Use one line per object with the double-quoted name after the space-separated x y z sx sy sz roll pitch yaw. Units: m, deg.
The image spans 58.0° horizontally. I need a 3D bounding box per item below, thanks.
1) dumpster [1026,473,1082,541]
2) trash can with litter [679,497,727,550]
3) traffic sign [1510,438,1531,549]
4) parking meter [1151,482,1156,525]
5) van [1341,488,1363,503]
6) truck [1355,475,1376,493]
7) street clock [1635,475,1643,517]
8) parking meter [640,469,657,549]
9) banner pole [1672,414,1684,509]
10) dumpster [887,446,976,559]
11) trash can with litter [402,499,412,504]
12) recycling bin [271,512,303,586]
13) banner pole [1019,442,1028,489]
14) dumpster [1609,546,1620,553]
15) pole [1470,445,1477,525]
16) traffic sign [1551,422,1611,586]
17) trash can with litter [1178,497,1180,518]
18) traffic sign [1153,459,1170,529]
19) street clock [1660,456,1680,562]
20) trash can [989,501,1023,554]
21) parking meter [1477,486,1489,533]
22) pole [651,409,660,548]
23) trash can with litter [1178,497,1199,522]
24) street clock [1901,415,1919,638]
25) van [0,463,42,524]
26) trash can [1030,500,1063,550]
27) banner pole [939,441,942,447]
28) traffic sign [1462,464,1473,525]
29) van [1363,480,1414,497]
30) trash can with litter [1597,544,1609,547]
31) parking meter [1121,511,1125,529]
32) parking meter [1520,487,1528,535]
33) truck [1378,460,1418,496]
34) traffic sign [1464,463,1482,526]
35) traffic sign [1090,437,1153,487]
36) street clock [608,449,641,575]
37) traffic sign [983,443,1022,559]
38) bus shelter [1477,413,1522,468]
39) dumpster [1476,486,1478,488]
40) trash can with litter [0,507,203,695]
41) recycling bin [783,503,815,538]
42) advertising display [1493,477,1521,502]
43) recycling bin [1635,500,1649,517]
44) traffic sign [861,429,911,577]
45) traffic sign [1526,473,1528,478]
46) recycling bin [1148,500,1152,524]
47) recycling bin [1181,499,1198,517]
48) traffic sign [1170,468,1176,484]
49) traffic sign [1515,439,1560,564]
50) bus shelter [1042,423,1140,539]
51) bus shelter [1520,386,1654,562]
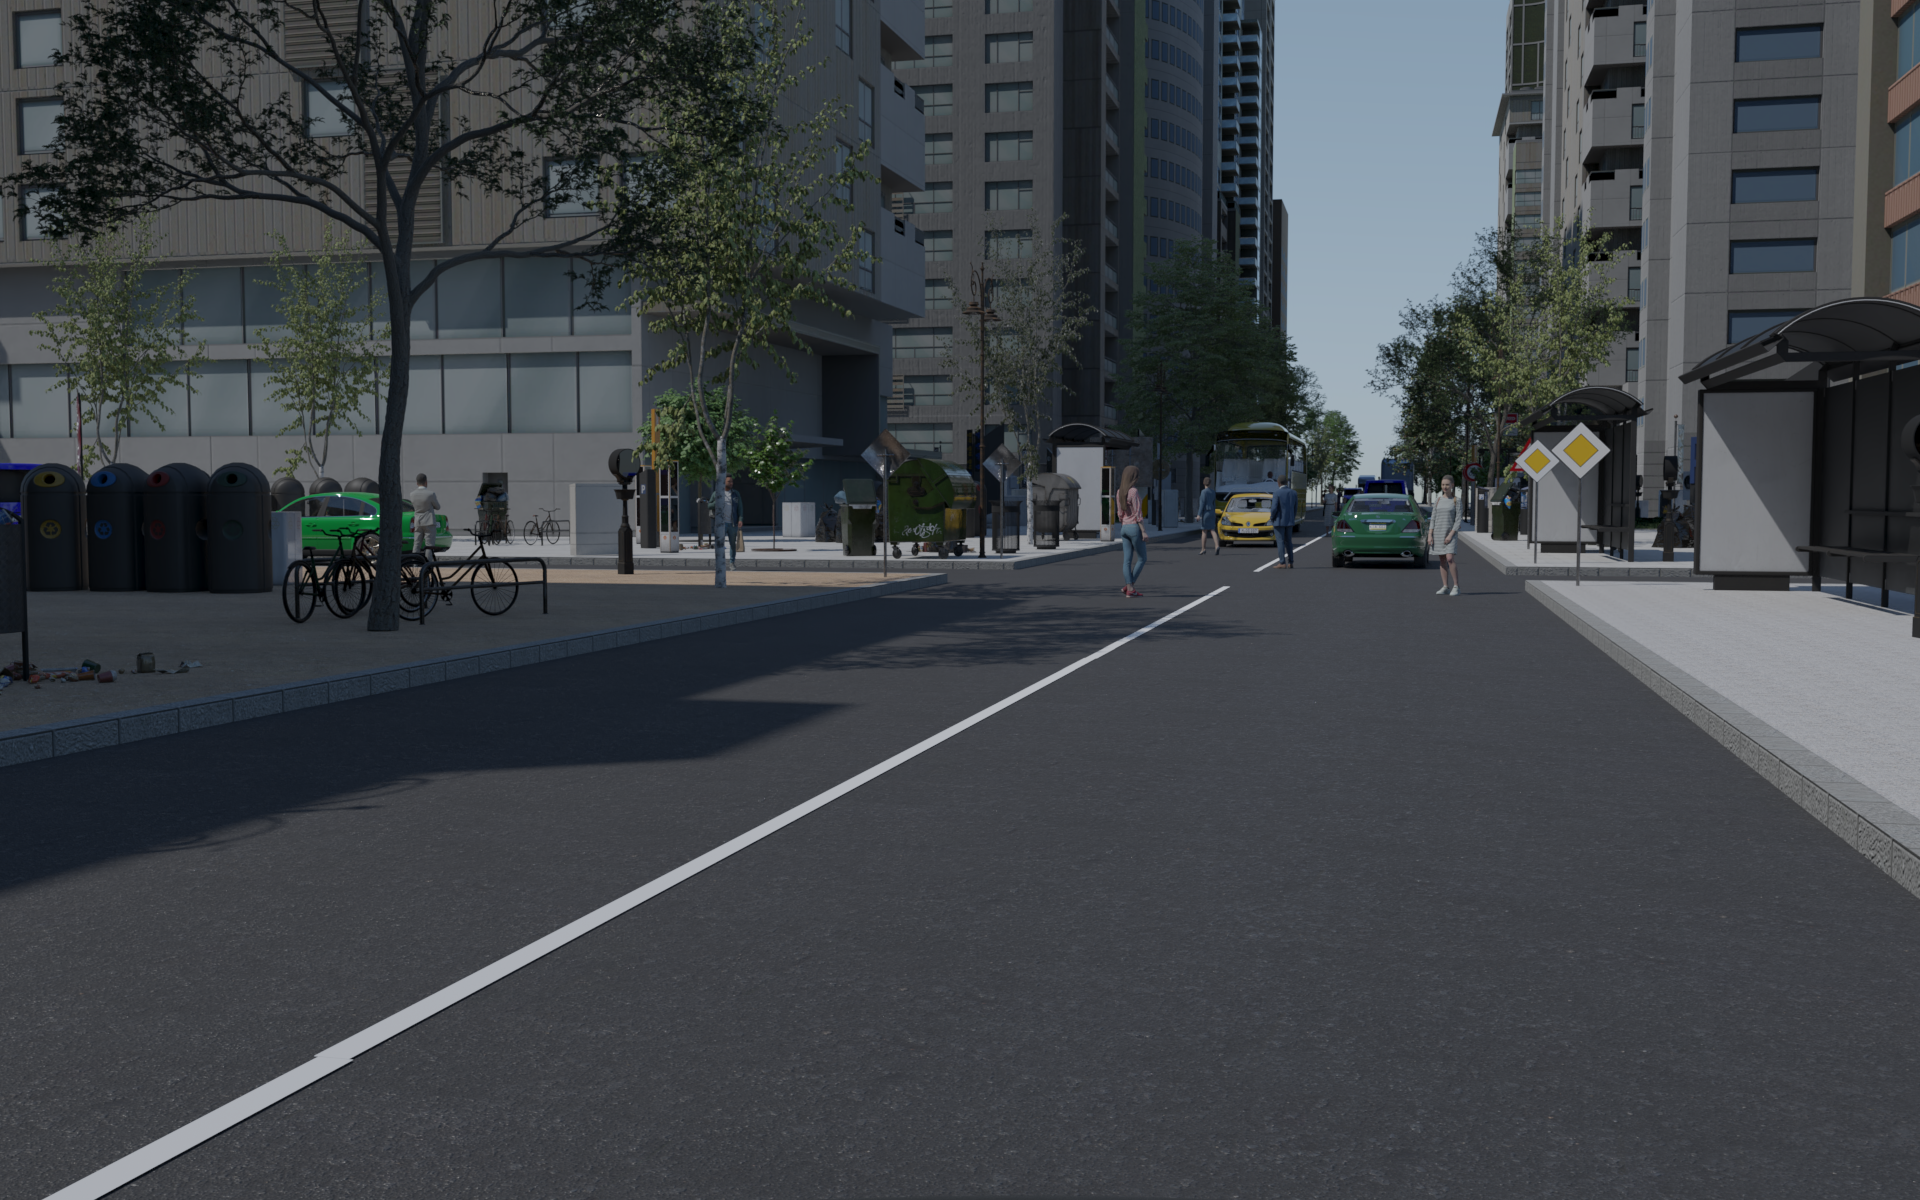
2.582 -2.578 47.916 1.264 1.857 1.865 1 4 14 "dumpster"
-6.243 -1.793 40.368 1.678 1.210 2.233 1 4 21 "trash can with litter"
13.207 -2.456 40.166 0.884 2.594 0.081 1 4 21 "traffic sign"
8.078 -4.006 71.204 0.255 1.863 0.399 -2 4 -32 "parking meter"
37.563 -9.848 165.406 2.240 2.365 5.245 1 4 14 "van"
59.377 -15.999 251.346 2.967 4.110 18.799 1 4 16 "truck"
25.471 -3.701 65.079 0.358 2.002 0.471 3 4 36 "street clock"
-7.365 -2.151 40.874 0.255 1.863 0.399 -3 5 -39 "parking meter"
22.659 -3.955 54.674 0.863 3.779 0.401 -3 5 -44 "banner pole"
-0.623 -1.977 34.810 1.502 2.255 1.985 1 4 14 "dumpster"
-12.842 -1.735 39.749 0.624 1.170 1.055 0 4 -3 "trash can with litter"
-9.803 -0.735 24.575 0.722 1.027 0.722 0 4 -3 "recycling bin"
3.031 -5.704 83.274 0.863 3.779 0.401 -3 5 -42 "banner pole"
14.225 -2.019 38.766 1.264 1.857 1.865 1 4 14 "dumpster"
21.400 -4.791 72.168 0.158 3.312 0.155 0 3 0 "pole"
8.628 -1.253 24.131 0.795 2.450 0.064 1 4 14 "traffic sign"
11.246 -4.913 91.718 0.624 1.170 1.055 -1 4 -12 "trash can with litter"
7.246 -3.846 62.990 0.768 2.556 0.104 1 4 19 "traffic sign"
13.422 -1.724 32.764 0.358 2.002 0.471 1 4 18 "street clock"
0.992 -1.577 37.435 0.748 1.137 0.748 0 3 0 "trash can"
17.240 -2.977 57.084 0.372 1.533 0.369 0 3 0 "parking meter"
-7.284 -2.918 41.550 0.158 3.312 0.155 0 3 0 "pole"
10.517 -4.194 79.626 1.678 1.210 2.233 0 4 6 "trash can with litter"
8.621 -0.661 15.371 0.471 2.002 0.358 0 4 4 "street clock"
-20.972 -1.876 35.058 5.245 2.365 2.240 1 4 14 "van"
2.005 -1.743 40.144 0.748 1.137 0.748 0 3 0 "trash can"
-1.022 -5.590 81.418 0.401 3.779 0.863 2 4 26 "banner pole"
21.061 -4.353 71.281 0.768 2.556 0.104 1 4 16 "traffic sign"
18.829 -4.403 76.366 2.240 2.365 5.245 1 4 16 "van"
15.793 -1.888 42.250 0.624 1.170 1.055 2 4 35 "trash can with litter"
6.039 -3.322 62.729 0.372 1.533 0.369 0 3 0 "parking meter"
17.794 -2.811 54.376 0.372 1.533 0.369 0 3 0 "parking meter"
31.363 -8.264 124.870 2.967 4.110 18.799 1 4 15 "truck"
20.823 -4.286 70.182 0.768 2.556 0.104 1 4 19 "traffic sign"
5.753 -4.161 61.911 2.265 3.308 0.079 1 4 16 "traffic sign"
-5.343 -1.410 27.631 0.358 2.002 0.471 3 5 44 "street clock"
0.828 -1.880 34.378 0.795 2.450 0.064 1 4 14 "traffic sign"
25.850 -6.466 83.345 2.179 5.291 8.768 1 4 14 "bus shelter"
23.939 -4.441 78.366 1.264 1.857 1.865 1 4 14 "dumpster"
-6.227 -0.050 11.870 1.678 1.210 2.233 3 5 41 "trash can with litter"
-4.789 -2.381 51.489 0.722 1.027 0.722 2 4 32 "recycling bin"
20.134 -3.580 63.748 0.974 1.923 0.123 0 4 8 "advertising display"
27.553 -3.550 70.604 0.722 1.027 0.722 -1 4 -9 "recycling bin"
-1.148 -1.407 26.640 0.795 2.450 0.064 1 4 14 "traffic sign"
22.803 -4.192 68.649 0.768 2.556 0.104 1 4 23 "traffic sign"
8.550 -3.779 74.335 0.722 1.027 0.722 3 4 36 "recycling bin"
12.959 -5.225 97.977 0.722 1.027 0.722 -2 4 -23 "recycling bin"
8.243 -4.055 68.426 0.606 2.300 0.079 1 4 19 "traffic sign"
10.604 -1.726 31.869 0.795 2.450 0.064 1 4 14 "traffic sign"
4.007 -3.555 52.041 2.014 3.302 5.546 1 4 14 "bus shelter"
12.541 -2.515 35.049 2.014 3.302 5.546 1 4 14 "bus shelter"
